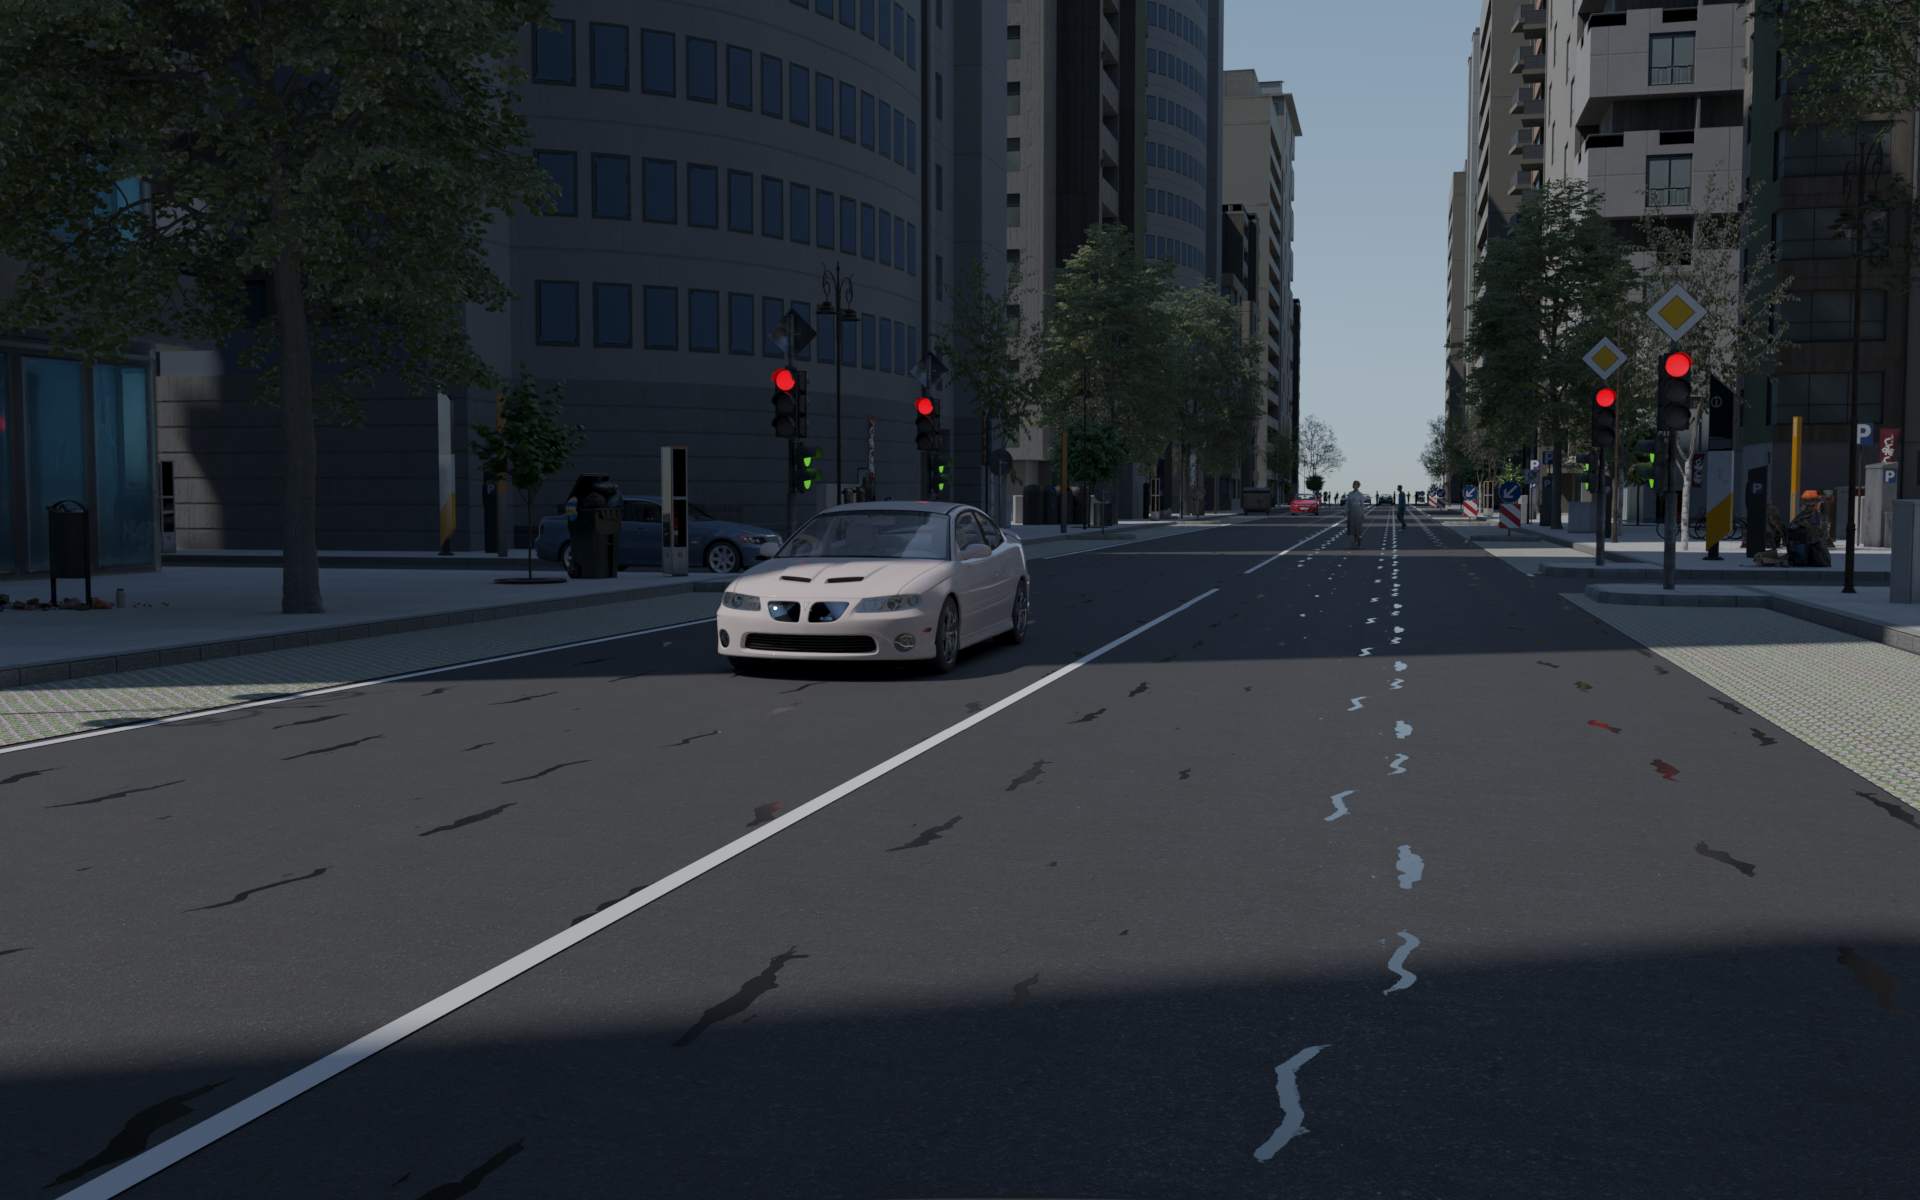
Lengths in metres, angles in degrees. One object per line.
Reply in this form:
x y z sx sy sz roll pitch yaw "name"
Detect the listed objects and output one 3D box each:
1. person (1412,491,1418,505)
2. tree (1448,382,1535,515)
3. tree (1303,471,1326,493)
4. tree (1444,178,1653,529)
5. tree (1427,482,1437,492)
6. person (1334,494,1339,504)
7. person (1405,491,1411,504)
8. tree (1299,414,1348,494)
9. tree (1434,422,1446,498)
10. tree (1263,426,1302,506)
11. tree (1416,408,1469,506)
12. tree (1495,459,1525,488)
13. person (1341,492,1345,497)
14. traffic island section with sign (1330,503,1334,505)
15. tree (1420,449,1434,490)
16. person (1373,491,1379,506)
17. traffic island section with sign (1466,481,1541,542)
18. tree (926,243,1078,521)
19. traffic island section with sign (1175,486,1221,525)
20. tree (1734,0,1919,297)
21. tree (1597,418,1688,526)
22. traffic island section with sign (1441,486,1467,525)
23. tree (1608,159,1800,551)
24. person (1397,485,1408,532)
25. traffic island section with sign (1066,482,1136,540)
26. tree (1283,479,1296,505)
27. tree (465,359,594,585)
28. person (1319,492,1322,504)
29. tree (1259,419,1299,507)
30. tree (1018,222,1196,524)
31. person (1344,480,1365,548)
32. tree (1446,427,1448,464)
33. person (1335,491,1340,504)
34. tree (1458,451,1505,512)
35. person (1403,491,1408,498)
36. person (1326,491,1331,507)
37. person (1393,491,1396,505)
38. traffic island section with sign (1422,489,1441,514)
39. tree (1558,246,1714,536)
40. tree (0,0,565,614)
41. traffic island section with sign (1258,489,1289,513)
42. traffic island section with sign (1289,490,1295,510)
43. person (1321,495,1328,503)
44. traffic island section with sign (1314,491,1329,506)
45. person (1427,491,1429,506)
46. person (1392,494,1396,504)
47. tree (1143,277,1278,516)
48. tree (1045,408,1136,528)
55.061 -12.278 209.205 0.705 1.831 1.348 3 5 42 "person"
33.278 -9.622 107.683 4.360 8.622 3.978 0 3 0 "tree"
51.519 -16.372 251.392 4.285 4.588 4.351 0 3 0 "tree"
21.441 -8.862 63.018 7.486 12.596 7.792 0 3 0 "tree"
67.521 -15.467 247.480 1.663 3.219 1.824 0 3 0 "tree"
52.417 -14.037 241.239 0.697 1.427 0.421 1 4 22 "person"
64.564 -14.728 249.400 0.705 1.812 1.348 -2 4 -29 "person"
53.426 -21.509 262.034 12.009 13.543 11.850 0 3 0 "tree"
39.072 -11.207 133.593 4.360 8.622 3.978 0 3 0 "tree"
33.684 -14.190 182.363 4.737 8.622 4.395 0 3 0 "tree"
53.217 -15.462 187.223 8.767 10.594 7.601 3 5 45 "tree"
30.107 -6.141 95.012 1.663 3.219 1.824 0 3 0 "tree"
55.101 -14.619 248.309 1.217 1.735 0.721 -1 4 -12 "person"
50.182 -13.992 237.392 1.989 1.847 2.006 1 4 14 "traffic island section with sign"
59.372 -16.103 213.646 4.360 8.622 3.978 0 3 0 "tree"
48.726 -11.863 202.451 0.705 1.826 1.348 3 5 40 "person"
16.609 -2.702 52.812 1.989 1.847 2.006 1 4 14 "traffic island section with sign"
1.185 -6.189 51.557 4.737 8.622 4.395 0 3 0 "tree"
11.260 -4.466 81.640 1.989 1.847 2.006 1 4 14 "traffic island section with sign"
10.622 -4.898 14.495 8.767 10.594 7.601 2 4 28 "tree"
27.532 -5.276 69.980 4.285 4.588 4.351 0 3 0 "tree"
23.273 -4.334 79.488 1.989 1.847 2.006 1 4 14 "traffic island section with sign"
16.639 -5.437 39.265 4.360 8.622 3.978 0 3 0 "tree"
16.865 -3.497 66.018 0.444 1.785 0.601 1 4 15 "person"
4.494 -2.808 54.537 1.989 1.847 2.006 1 4 14 "traffic island section with sign"
38.835 -12.900 205.513 1.663 3.219 1.824 0 3 0 "tree"
-6.353 -1.859 24.989 1.663 3.219 1.824 0 3 0 "tree"
48.453 -13.670 232.669 0.621 1.740 0.551 -1 4 -17 "person"
31.681 -13.529 171.566 4.360 8.622 3.978 0 3 0 "tree"
6.289 -9.490 73.286 7.486 12.596 7.792 0 3 0 "tree"
10.574 -2.295 46.250 0.641 1.798 0.478 -3 5 -42 "person"
34.913 -10.123 115.871 4.360 8.622 3.978 0 3 0 "tree"
56.981 -15.474 261.371 0.709 1.838 0.599 2 4 34 "person"
37.699 -8.660 125.303 4.285 4.588 4.351 0 3 0 "tree"
60.296 -13.879 235.437 1.348 1.822 0.705 3 5 43 "person"
40.920 -11.187 192.226 0.721 1.723 1.217 2 4 29 "person"
59.274 -13.946 236.484 0.705 1.831 1.348 0 4 6 "person"
35.117 -7.235 126.925 1.989 1.847 2.006 1 4 14 "traffic island section with sign"
20.275 -6.233 52.280 4.737 8.622 4.395 0 3 0 "tree"
-7.278 -6.106 17.965 7.486 12.596 7.792 0 3 0 "tree"
23.534 -7.467 130.714 1.989 1.847 2.006 1 4 14 "traffic island section with sign"
30.135 -9.085 157.172 1.989 1.847 2.006 1 4 14 "traffic island section with sign"
50.608 -14.150 239.942 1.348 1.812 0.705 3 5 41 "person"
43.561 -12.373 210.923 1.989 1.847 2.006 1 4 14 "traffic island section with sign"
54.994 -11.921 203.413 0.705 1.824 1.348 0 4 5 "person"
64.765 -15.218 258.003 1.217 1.739 0.721 2 4 26 "person"
13.336 -11.915 101.468 9.857 13.997 8.962 0 3 0 "tree"
4.962 -5.031 65.963 4.285 4.588 4.351 0 3 0 "tree"
